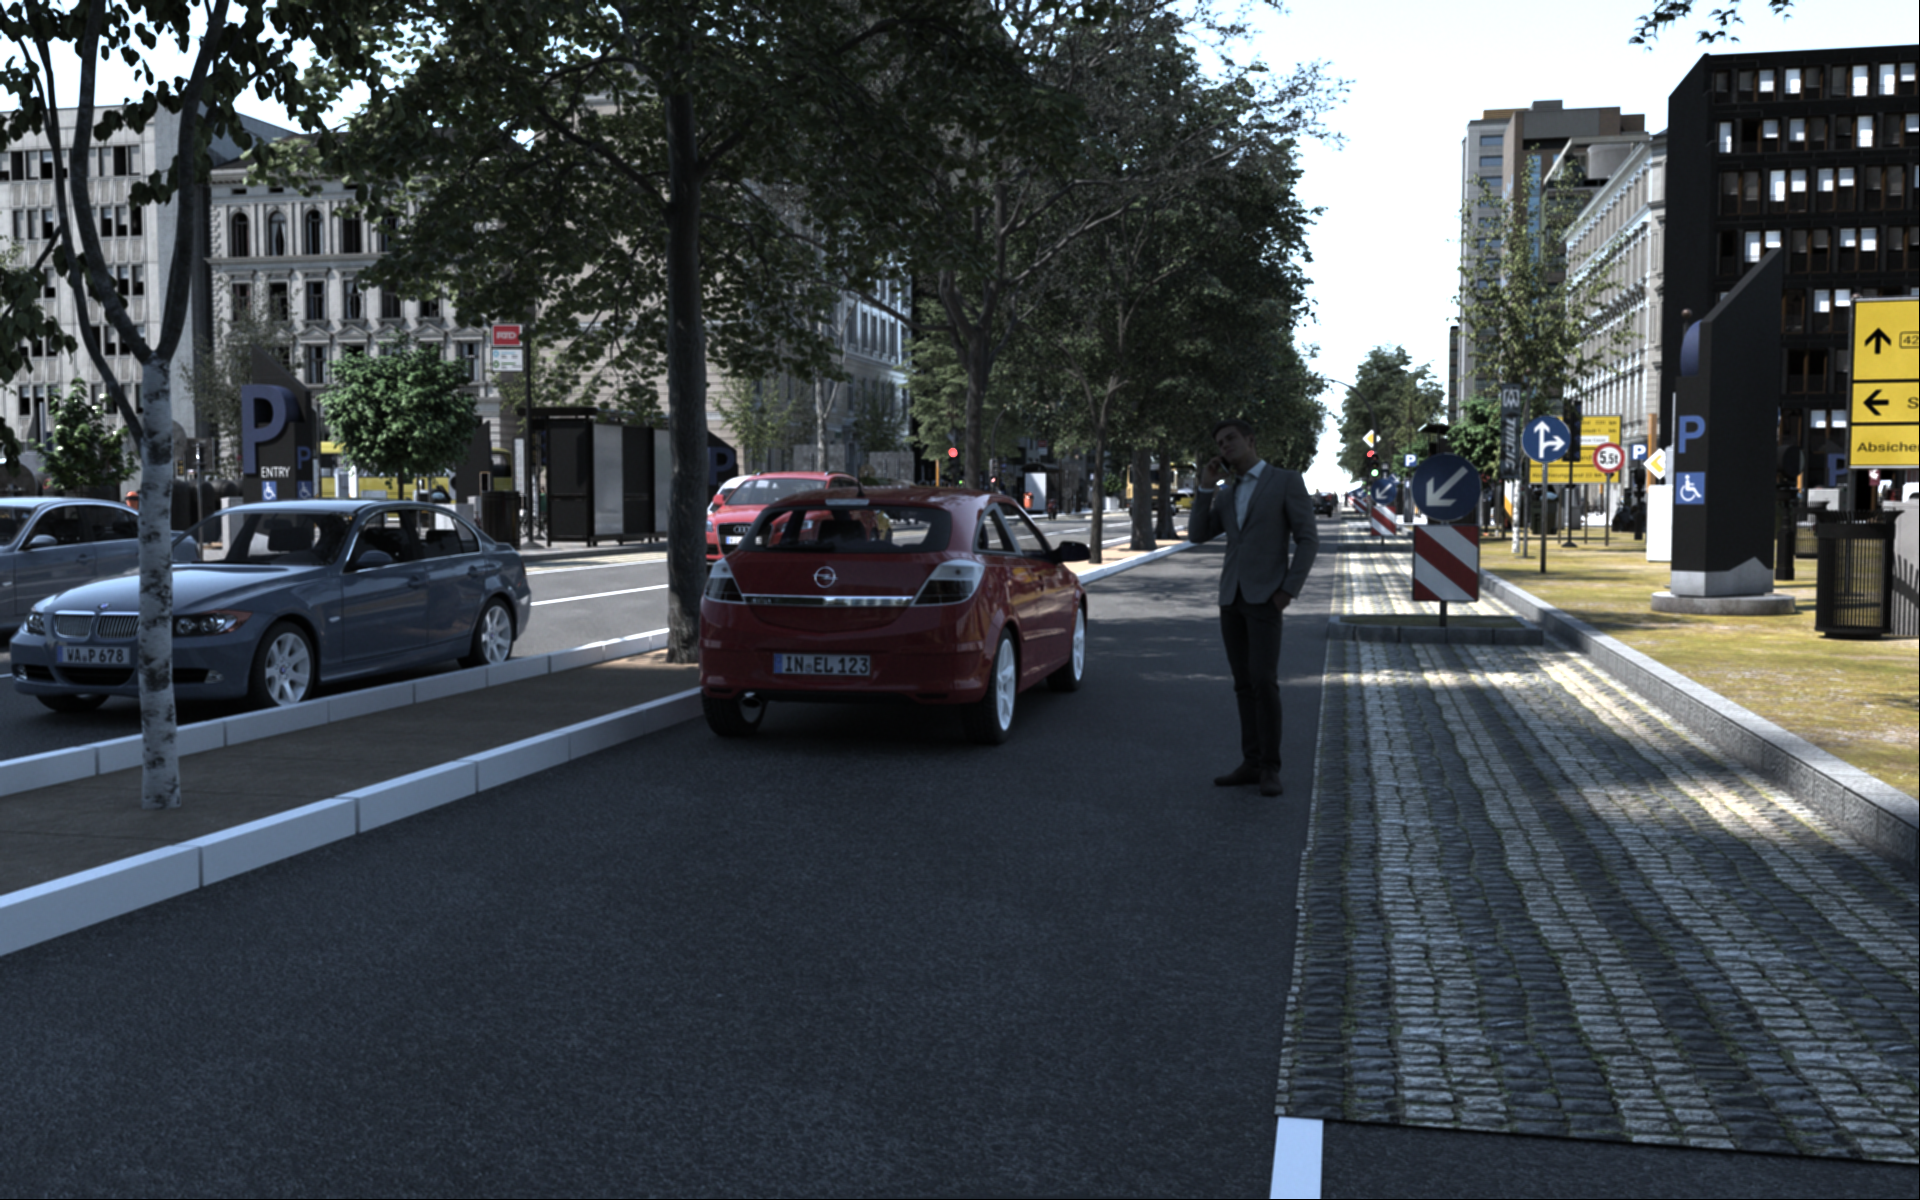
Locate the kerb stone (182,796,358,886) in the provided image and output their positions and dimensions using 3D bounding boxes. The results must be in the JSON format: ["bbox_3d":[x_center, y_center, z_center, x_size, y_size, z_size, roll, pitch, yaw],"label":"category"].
[{"bbox_3d":[-2.714,0.944,6.823,0.120,0.150,1.000,1,4,12],"label":"kerb stone"}]

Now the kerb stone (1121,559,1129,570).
[{"bbox_3d":[3.043,-0.651,32.844,0.120,0.150,1.000,1,4,12],"label":"kerb stone"}]

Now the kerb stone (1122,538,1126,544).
[{"bbox_3d":[4.545,-1.659,49.315,0.120,0.150,1.000,1,4,12],"label":"kerb stone"}]

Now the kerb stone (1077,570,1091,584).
[{"bbox_3d":[1.937,-0.344,27.833,0.120,0.150,1.000,1,4,12],"label":"kerb stone"}]

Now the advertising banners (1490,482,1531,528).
[{"bbox_3d":[20.724,-4.230,65.344,2.074,3.025,0.090,-2,4,-24],"label":"advertising banners"}]

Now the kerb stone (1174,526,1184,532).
[{"bbox_3d":[8.536,-2.761,67.331,0.120,0.150,1.000,1,4,12],"label":"kerb stone"}]

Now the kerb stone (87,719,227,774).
[{"bbox_3d":[-4.317,0.789,9.290,0.120,0.150,1.000,1,4,12],"label":"kerb stone"}]

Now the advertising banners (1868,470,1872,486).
[{"bbox_3d":[29.483,-3.573,54.612,0.090,3.025,2.074,-2,4,-25],"label":"advertising banners"}]

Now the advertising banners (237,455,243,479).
[{"bbox_3d":[-31.228,-4.953,77.175,2.074,3.025,0.090,0,4,8],"label":"advertising banners"}]

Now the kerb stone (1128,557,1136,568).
[{"bbox_3d":[3.263,-0.712,33.843,0.120,0.150,1.000,1,4,12],"label":"kerb stone"}]

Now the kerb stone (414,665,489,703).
[{"bbox_3d":[-3.656,0.607,12.286,0.120,0.150,1.000,1,4,12],"label":"kerb stone"}]

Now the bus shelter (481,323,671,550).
[{"bbox_3d":[-9.379,-4.009,43.175,2.179,5.291,8.768,1,4,12],"label":"bus shelter"}]

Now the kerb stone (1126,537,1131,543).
[{"bbox_3d":[4.777,-1.719,50.319,0.120,0.150,1.000,1,4,12],"label":"kerb stone"}]

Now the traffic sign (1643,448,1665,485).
[{"bbox_3d":[17.503,-2.580,43.375,0.795,2.450,0.064,1,4,18],"label":"traffic sign"}]

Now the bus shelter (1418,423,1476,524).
[{"bbox_3d":[16.966,-4.224,60.340,1.731,3.624,6.357,1,4,12],"label":"bus shelter"}]

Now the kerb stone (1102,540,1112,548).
[{"bbox_3d":[3.882,-1.475,46.317,0.120,0.150,1.000,1,4,12],"label":"kerb stone"}]

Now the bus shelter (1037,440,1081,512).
[{"bbox_3d":[7.359,-9.344,130.413,2.179,5.291,8.768,1,4,13],"label":"bus shelter"}]

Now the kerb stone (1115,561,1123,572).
[{"bbox_3d":[2.828,-0.585,31.841,0.120,0.150,1.000,1,4,12],"label":"kerb stone"}]

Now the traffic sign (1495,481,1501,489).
[{"bbox_3d":[26.834,-5.302,86.788,0.768,2.556,0.104,1,4,22],"label":"traffic sign"}]

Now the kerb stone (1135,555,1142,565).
[{"bbox_3d":[3.491,-0.773,34.840,0.120,0.150,1.000,1,4,12],"label":"kerb stone"}]

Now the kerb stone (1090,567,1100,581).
[{"bbox_3d":[2.161,-0.406,28.834,0.120,0.150,1.000,1,4,12],"label":"kerb stone"}]

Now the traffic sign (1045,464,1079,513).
[{"bbox_3d":[6.799,-7.439,115.495,2.265,3.308,0.079,1,4,13],"label":"traffic sign"}]

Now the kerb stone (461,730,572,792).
[{"bbox_3d":[-2.266,0.818,8.826,0.120,0.150,1.000,1,4,12],"label":"kerb stone"}]

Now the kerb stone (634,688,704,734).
[{"bbox_3d":[-1.826,0.696,10.824,0.120,0.150,1.000,1,4,12],"label":"kerb stone"}]

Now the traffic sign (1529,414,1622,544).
[{"bbox_3d":[15.775,-3.096,44.498,2.265,3.308,0.079,1,4,14],"label":"traffic sign"}]

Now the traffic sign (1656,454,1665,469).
[{"bbox_3d":[16.776,-2.419,40.730,0.795,2.450,0.064,1,4,19],"label":"traffic sign"}]

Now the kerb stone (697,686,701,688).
[{"bbox_3d":[-1.608,0.634,11.823,0.120,0.150,1.000,1,4,12],"label":"kerb stone"}]

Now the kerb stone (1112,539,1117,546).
[{"bbox_3d":[4.103,-1.536,47.315,0.120,0.150,1.000,1,4,12],"label":"kerb stone"}]

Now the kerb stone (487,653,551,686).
[{"bbox_3d":[-3.438,0.545,13.285,0.120,0.150,1.000,1,4,12],"label":"kerb stone"}]

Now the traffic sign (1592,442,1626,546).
[{"bbox_3d":[15.983,-2.606,42.721,0.768,2.556,0.104,1,4,16],"label":"traffic sign"}]

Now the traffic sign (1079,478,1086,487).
[{"bbox_3d":[9.639,-8.446,138.196,0.768,2.556,0.104,1,4,17],"label":"traffic sign"}]

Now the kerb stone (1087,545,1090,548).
[{"bbox_3d":[3.443,-1.352,44.308,0.120,0.150,1.000,1,4,12],"label":"kerb stone"}]

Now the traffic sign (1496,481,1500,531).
[{"bbox_3d":[17.152,-3.369,55.190,0.768,2.556,0.104,1,4,17],"label":"traffic sign"}]

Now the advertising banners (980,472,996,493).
[{"bbox_3d":[2.314,-8.628,137.251,2.074,3.025,0.090,-2,4,-28],"label":"advertising banners"}]

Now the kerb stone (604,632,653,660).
[{"bbox_3d":[-2.986,0.423,15.279,0.120,0.150,1.000,1,4,12],"label":"kerb stone"}]

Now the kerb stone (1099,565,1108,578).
[{"bbox_3d":[2.377,-0.467,29.833,0.120,0.150,1.000,1,4,12],"label":"kerb stone"}]

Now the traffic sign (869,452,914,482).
[{"bbox_3d":[-3.296,-5.459,83.135,2.265,3.308,0.079,1,4,16],"label":"traffic sign"}]

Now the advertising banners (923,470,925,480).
[{"bbox_3d":[-2.977,-7.888,125.149,0.090,3.025,2.074,1,4,23],"label":"advertising banners"}]

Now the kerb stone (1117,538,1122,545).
[{"bbox_3d":[4.326,-1.596,48.313,0.120,0.150,1.000,1,4,12],"label":"kerb stone"}]

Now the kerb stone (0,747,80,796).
[{"bbox_3d":[-4.544,0.850,8.293,0.120,0.150,1.000,1,4,12],"label":"kerb stone"}]

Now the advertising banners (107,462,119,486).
[{"bbox_3d":[-26.690,-3.499,53.404,0.090,3.025,2.074,1,4,22],"label":"advertising banners"}]

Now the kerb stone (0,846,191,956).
[{"bbox_3d":[-2.935,1.001,5.824,0.120,0.150,1.000,1,4,12],"label":"kerb stone"}]

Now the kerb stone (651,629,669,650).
[{"bbox_3d":[-2.768,0.362,16.281,0.120,0.150,1.000,1,4,12],"label":"kerb stone"}]

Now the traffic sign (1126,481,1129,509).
[{"bbox_3d":[14.939,-9.366,153.238,0.768,2.556,0.104,1,4,19],"label":"traffic sign"}]

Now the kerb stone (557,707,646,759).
[{"bbox_3d":[-2.049,0.757,9.825,0.120,0.150,1.000,1,4,12],"label":"kerb stone"}]

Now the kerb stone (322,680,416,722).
[{"bbox_3d":[-3.881,0.667,11.288,0.120,0.150,1.000,1,4,12],"label":"kerb stone"}]

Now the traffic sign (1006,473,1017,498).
[{"bbox_3d":[3.013,-6.342,103.802,0.768,2.556,0.104,1,4,15],"label":"traffic sign"}]

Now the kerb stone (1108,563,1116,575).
[{"bbox_3d":[2.606,-0.529,30.837,0.120,0.150,1.000,1,4,12],"label":"kerb stone"}]

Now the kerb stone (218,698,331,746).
[{"bbox_3d":[-4.093,0.728,10.288,0.120,0.150,1.000,1,4,12],"label":"kerb stone"}]

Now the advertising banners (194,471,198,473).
[{"bbox_3d":[-35.512,-5.078,79.208,0.090,3.025,2.074,2,4,33],"label":"advertising banners"}]

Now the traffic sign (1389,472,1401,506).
[{"bbox_3d":[24.551,-5.965,97.631,0.768,2.556,0.104,1,4,15],"label":"traffic sign"}]

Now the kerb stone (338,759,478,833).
[{"bbox_3d":[-2.487,0.879,7.819,0.120,0.150,1.000,1,4,12],"label":"kerb stone"}]

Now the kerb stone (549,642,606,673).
[{"bbox_3d":[-3.205,0.484,14.281,0.120,0.150,1.000,1,4,12],"label":"kerb stone"}]

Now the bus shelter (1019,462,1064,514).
[{"bbox_3d":[5.272,-7.217,111.924,2.014,3.302,5.546,1,4,13],"label":"bus shelter"}]

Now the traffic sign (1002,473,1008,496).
[{"bbox_3d":[2.877,-6.425,105.160,0.768,2.556,0.104,1,4,21],"label":"traffic sign"}]
